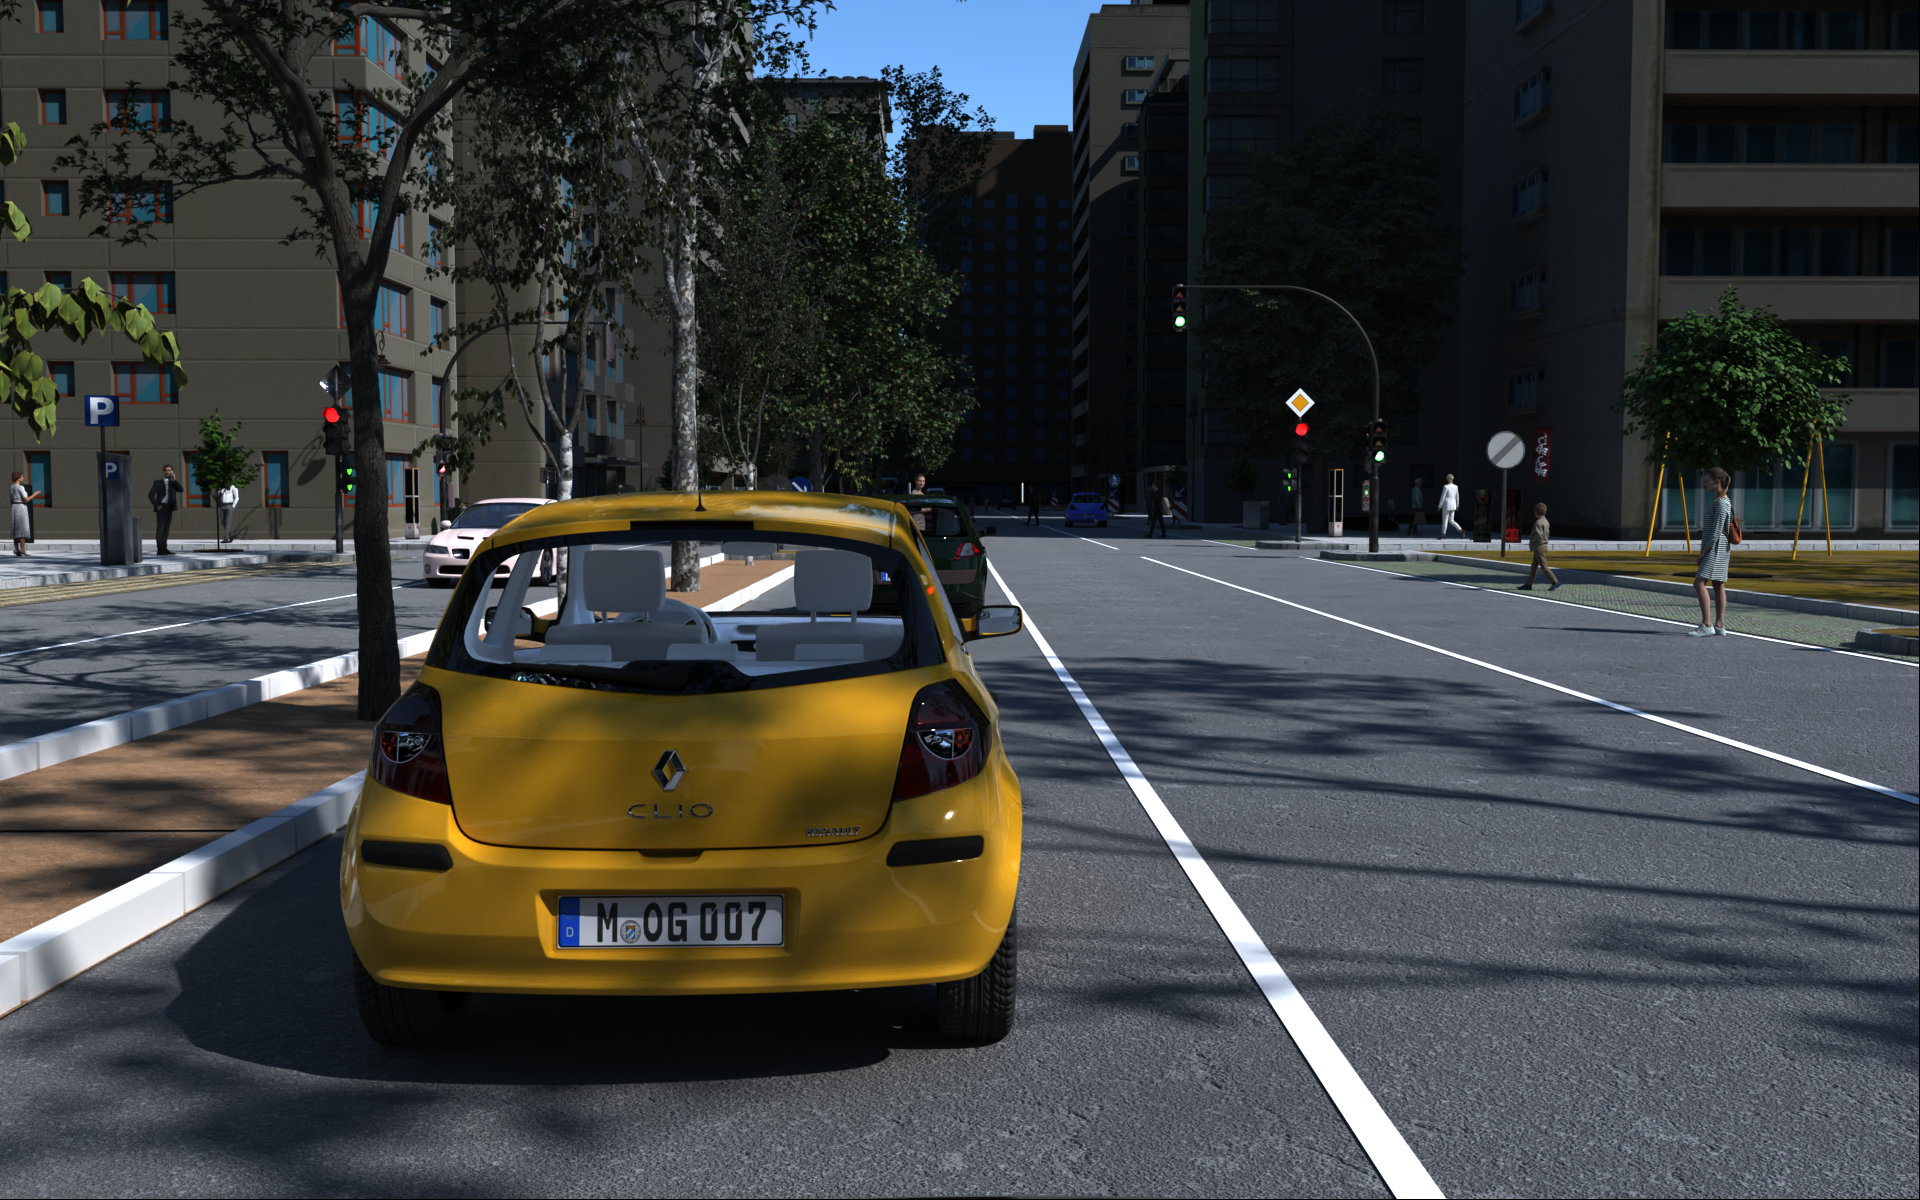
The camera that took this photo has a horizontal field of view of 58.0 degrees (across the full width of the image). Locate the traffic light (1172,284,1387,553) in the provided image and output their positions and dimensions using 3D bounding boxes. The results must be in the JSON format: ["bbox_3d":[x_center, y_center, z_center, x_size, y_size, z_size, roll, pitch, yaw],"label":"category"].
[{"bbox_3d":[6.957,-3.858,37.744,4.771,5.953,1.251,0,4,-1],"label":"traffic light"}]

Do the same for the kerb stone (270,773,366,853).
[{"bbox_3d":[-2.708,0.905,7.403,0.120,0.150,1.000,0,4,-1],"label":"kerb stone"}]

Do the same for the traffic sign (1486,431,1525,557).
[{"bbox_3d":[11.065,-2.147,35.212,0.768,2.556,0.104,0,4,4],"label":"traffic sign"}]

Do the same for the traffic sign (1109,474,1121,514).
[{"bbox_3d":[10.046,-6.874,112.495,0.768,2.556,0.104,0,4,4],"label":"traffic sign"}]

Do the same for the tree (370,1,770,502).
[{"bbox_3d":[-3.957,-3.941,17.249,4.360,8.622,3.978,0,3,0],"label":"tree"}]

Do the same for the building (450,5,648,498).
[{"bbox_3d":[-31.843,-29.473,101.489,23.786,49.044,30.456,0,4,-1],"label":"building"}]

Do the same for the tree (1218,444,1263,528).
[{"bbox_3d":[11.002,-4.415,66.794,1.663,3.219,1.824,0,3,0],"label":"tree"}]

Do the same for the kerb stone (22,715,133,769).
[{"bbox_3d":[-4.828,0.779,9.462,0.120,0.150,1.000,0,4,-1],"label":"kerb stone"}]

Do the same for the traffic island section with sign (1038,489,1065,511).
[{"bbox_3d":[7.921,-8.526,148.031,1.989,1.847,2.006,0,4,-1],"label":"traffic island section with sign"}]

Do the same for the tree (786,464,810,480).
[{"bbox_3d":[-17.393,-12.382,186.162,4.285,4.588,4.351,0,3,0],"label":"tree"}]

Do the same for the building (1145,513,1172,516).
[{"bbox_3d":[28.388,-25.504,108.872,32.217,40.220,23.993,0,4,-1],"label":"building"}]

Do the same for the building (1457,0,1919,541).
[{"bbox_3d":[28.343,-26.460,56.327,21.600,48.544,21.300,0,4,-1],"label":"building"}]

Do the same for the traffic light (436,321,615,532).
[{"bbox_3d":[-11.506,-4.344,45.694,4.771,5.953,1.251,0,4,-1],"label":"traffic light"}]

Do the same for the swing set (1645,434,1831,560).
[{"bbox_3d":[16.065,-2.343,35.935,3.119,2.851,2.862,3,5,40],"label":"swing set"}]

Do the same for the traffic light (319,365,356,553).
[{"bbox_3d":[-13.512,-2.981,37.652,0.839,4.253,0.868,0,4,-1],"label":"traffic light"}]

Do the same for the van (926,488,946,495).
[{"bbox_3d":[-1.720,-7.295,126.281,2.013,2.044,4.112,0,4,1],"label":"van"}]

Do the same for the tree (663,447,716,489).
[{"bbox_3d":[-16.389,-7.383,104.425,4.285,4.588,4.351,0,3,0],"label":"tree"}]

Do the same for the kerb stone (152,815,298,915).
[{"bbox_3d":[-2.696,0.967,6.380,0.120,0.150,1.000,0,4,-1],"label":"kerb stone"}]

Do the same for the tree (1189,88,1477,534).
[{"bbox_3d":[11.625,-9.143,56.151,9.857,13.997,8.962,0,3,0],"label":"tree"}]

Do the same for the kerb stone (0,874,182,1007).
[{"bbox_3d":[-2.682,1.030,5.358,0.120,0.150,1.000,0,4,-1],"label":"kerb stone"}]

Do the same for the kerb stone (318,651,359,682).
[{"bbox_3d":[-4.874,0.532,13.565,0.120,0.150,1.000,0,4,-1],"label":"kerb stone"}]

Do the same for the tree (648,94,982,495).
[{"bbox_3d":[-4.161,-7.962,49.636,9.611,12.733,9.660,0,3,0],"label":"tree"}]

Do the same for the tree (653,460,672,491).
[{"bbox_3d":[-16.351,-6.367,98.695,1.663,3.219,1.824,0,3,0],"label":"tree"}]

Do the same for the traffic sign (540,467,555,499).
[{"bbox_3d":[-15.838,-3.939,66.539,0.606,2.300,0.079,0,4,5],"label":"traffic sign"}]

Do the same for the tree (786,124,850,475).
[{"bbox_3d":[-4.223,-4.997,34.522,4.360,8.622,3.978,0,3,0],"label":"tree"}]

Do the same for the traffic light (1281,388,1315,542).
[{"bbox_3d":[8.963,-3.485,45.893,0.839,4.253,0.868,0,4,-1],"label":"traffic light"}]

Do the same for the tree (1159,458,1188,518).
[{"bbox_3d":[11.545,-5.956,91.983,1.663,3.219,1.824,0,3,0],"label":"tree"}]

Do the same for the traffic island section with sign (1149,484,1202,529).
[{"bbox_3d":[8.748,-3.791,70.604,1.989,1.847,2.006,0,4,-1],"label":"traffic island section with sign"}]

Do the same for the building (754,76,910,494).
[{"bbox_3d":[-20.410,-38.546,219.469,27.495,52.752,28.713,0,4,-1],"label":"building"}]

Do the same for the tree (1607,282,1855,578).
[{"bbox_3d":[11.889,-2.649,27.026,4.285,4.588,4.351,0,3,0],"label":"tree"}]

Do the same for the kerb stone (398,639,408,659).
[{"bbox_3d":[-4.884,0.469,14.591,0.120,0.150,1.000,0,4,-1],"label":"kerb stone"}]

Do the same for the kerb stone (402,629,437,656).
[{"bbox_3d":[-4.896,0.403,15.613,0.120,0.150,1.000,0,4,-1],"label":"kerb stone"}]

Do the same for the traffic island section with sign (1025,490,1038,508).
[{"bbox_3d":[7.626,-10.175,174.984,1.989,1.847,2.006,0,4,-1],"label":"traffic island section with sign"}]

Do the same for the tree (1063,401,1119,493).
[{"bbox_3d":[10.000,-11.150,132.665,4.360,8.622,3.978,0,3,0],"label":"tree"}]

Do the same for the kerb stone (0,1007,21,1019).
[{"bbox_3d":[-2.676,1.095,4.329,0.120,0.150,1.000,0,4,-1],"label":"kerb stone"}]

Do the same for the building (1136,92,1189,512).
[{"bbox_3d":[19.913,-21.798,128.095,14.160,30.474,14.107,0,4,-1],"label":"building"}]

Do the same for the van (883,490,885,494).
[{"bbox_3d":[-7.877,-9.890,168.714,2.013,2.044,4.112,0,4,-1],"label":"van"}]

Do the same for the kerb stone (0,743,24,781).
[{"bbox_3d":[-4.819,0.844,8.436,0.120,0.150,1.000,0,4,-1],"label":"kerb stone"}]

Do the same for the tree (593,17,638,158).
[{"bbox_3d":[-5.245,-10.229,25.589,12.611,20.169,13.585,0,3,0],"label":"tree"}]

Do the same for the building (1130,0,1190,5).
[{"bbox_3d":[32.353,-47.565,215.935,20.611,71.187,20.563,0,4,-1],"label":"building"}]

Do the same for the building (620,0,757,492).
[{"bbox_3d":[-29.850,-32.340,152.460,21.300,48.544,21.600,0,4,-1],"label":"building"}]

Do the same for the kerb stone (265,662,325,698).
[{"bbox_3d":[-4.858,0.591,12.537,0.120,0.150,1.000,0,4,-1],"label":"kerb stone"}]

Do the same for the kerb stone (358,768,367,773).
[{"bbox_3d":[-2.718,0.842,8.425,0.120,0.150,1.000,0,4,-1],"label":"kerb stone"}]

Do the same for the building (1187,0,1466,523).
[{"bbox_3d":[17.618,-24.335,81.473,14.154,41.232,14.086,0,4,-1],"label":"building"}]

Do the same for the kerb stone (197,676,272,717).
[{"bbox_3d":[-4.850,0.653,11.515,0.120,0.150,1.000,0,4,-1],"label":"kerb stone"}]

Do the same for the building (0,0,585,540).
[{"bbox_3d":[-30.451,-13.294,62.404,27.650,21.520,28.899,0,4,-1],"label":"building"}]

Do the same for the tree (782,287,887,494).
[{"bbox_3d":[-4.305,-6.774,63.578,4.737,8.622,4.395,0,3,0],"label":"tree"}]

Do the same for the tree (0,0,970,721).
[{"bbox_3d":[-3.658,-4.535,11.019,8.767,10.594,7.601,0,4,-1],"label":"tree"}]

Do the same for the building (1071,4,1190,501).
[{"bbox_3d":[22.426,-33.388,169.593,21.300,48.544,21.600,0,4,-1],"label":"building"}]

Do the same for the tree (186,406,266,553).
[{"bbox_3d":[-16.403,-2.664,38.164,1.663,3.219,1.824,0,3,0],"label":"tree"}]

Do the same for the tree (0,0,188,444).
[{"bbox_3d":[-3.800,-3.173,4.704,4.737,8.622,4.395,0,3,0],"label":"tree"}]

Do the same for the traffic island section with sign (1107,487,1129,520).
[{"bbox_3d":[8.453,-5.439,97.558,1.989,1.847,2.006,0,4,-1],"label":"traffic island section with sign"}]

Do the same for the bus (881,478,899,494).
[{"bbox_3d":[-8.304,-12.020,191.389,2.948,3.499,13.247,0,4,0],"label":"bus"}]

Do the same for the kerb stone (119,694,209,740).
[{"bbox_3d":[-4.839,0.716,10.493,0.120,0.150,1.000,0,4,-1],"label":"kerb stone"}]

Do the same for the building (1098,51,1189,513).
[{"bbox_3d":[28.427,-27.846,147.156,32.217,40.220,23.993,0,4,-1],"label":"building"}]

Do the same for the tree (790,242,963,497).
[{"bbox_3d":[-4.342,-10.678,83.691,9.857,13.997,8.962,0,3,0],"label":"tree"}]

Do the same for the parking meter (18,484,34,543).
[{"bbox_3d":[-24.395,-2.250,45.195,0.372,1.533,0.369,0,3,0],"label":"parking meter"}]

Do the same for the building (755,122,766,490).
[{"bbox_3d":[-33.731,-32.327,183.172,28.867,44.769,22.147,0,4,-1],"label":"building"}]

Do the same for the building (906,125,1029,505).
[{"bbox_3d":[0.676,-34.456,213.463,14.200,45.320,14.600,0,4,-1],"label":"building"}]

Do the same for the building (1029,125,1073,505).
[{"bbox_3d":[14.877,-34.453,213.420,14.200,45.320,14.600,0,4,-1],"label":"building"}]
